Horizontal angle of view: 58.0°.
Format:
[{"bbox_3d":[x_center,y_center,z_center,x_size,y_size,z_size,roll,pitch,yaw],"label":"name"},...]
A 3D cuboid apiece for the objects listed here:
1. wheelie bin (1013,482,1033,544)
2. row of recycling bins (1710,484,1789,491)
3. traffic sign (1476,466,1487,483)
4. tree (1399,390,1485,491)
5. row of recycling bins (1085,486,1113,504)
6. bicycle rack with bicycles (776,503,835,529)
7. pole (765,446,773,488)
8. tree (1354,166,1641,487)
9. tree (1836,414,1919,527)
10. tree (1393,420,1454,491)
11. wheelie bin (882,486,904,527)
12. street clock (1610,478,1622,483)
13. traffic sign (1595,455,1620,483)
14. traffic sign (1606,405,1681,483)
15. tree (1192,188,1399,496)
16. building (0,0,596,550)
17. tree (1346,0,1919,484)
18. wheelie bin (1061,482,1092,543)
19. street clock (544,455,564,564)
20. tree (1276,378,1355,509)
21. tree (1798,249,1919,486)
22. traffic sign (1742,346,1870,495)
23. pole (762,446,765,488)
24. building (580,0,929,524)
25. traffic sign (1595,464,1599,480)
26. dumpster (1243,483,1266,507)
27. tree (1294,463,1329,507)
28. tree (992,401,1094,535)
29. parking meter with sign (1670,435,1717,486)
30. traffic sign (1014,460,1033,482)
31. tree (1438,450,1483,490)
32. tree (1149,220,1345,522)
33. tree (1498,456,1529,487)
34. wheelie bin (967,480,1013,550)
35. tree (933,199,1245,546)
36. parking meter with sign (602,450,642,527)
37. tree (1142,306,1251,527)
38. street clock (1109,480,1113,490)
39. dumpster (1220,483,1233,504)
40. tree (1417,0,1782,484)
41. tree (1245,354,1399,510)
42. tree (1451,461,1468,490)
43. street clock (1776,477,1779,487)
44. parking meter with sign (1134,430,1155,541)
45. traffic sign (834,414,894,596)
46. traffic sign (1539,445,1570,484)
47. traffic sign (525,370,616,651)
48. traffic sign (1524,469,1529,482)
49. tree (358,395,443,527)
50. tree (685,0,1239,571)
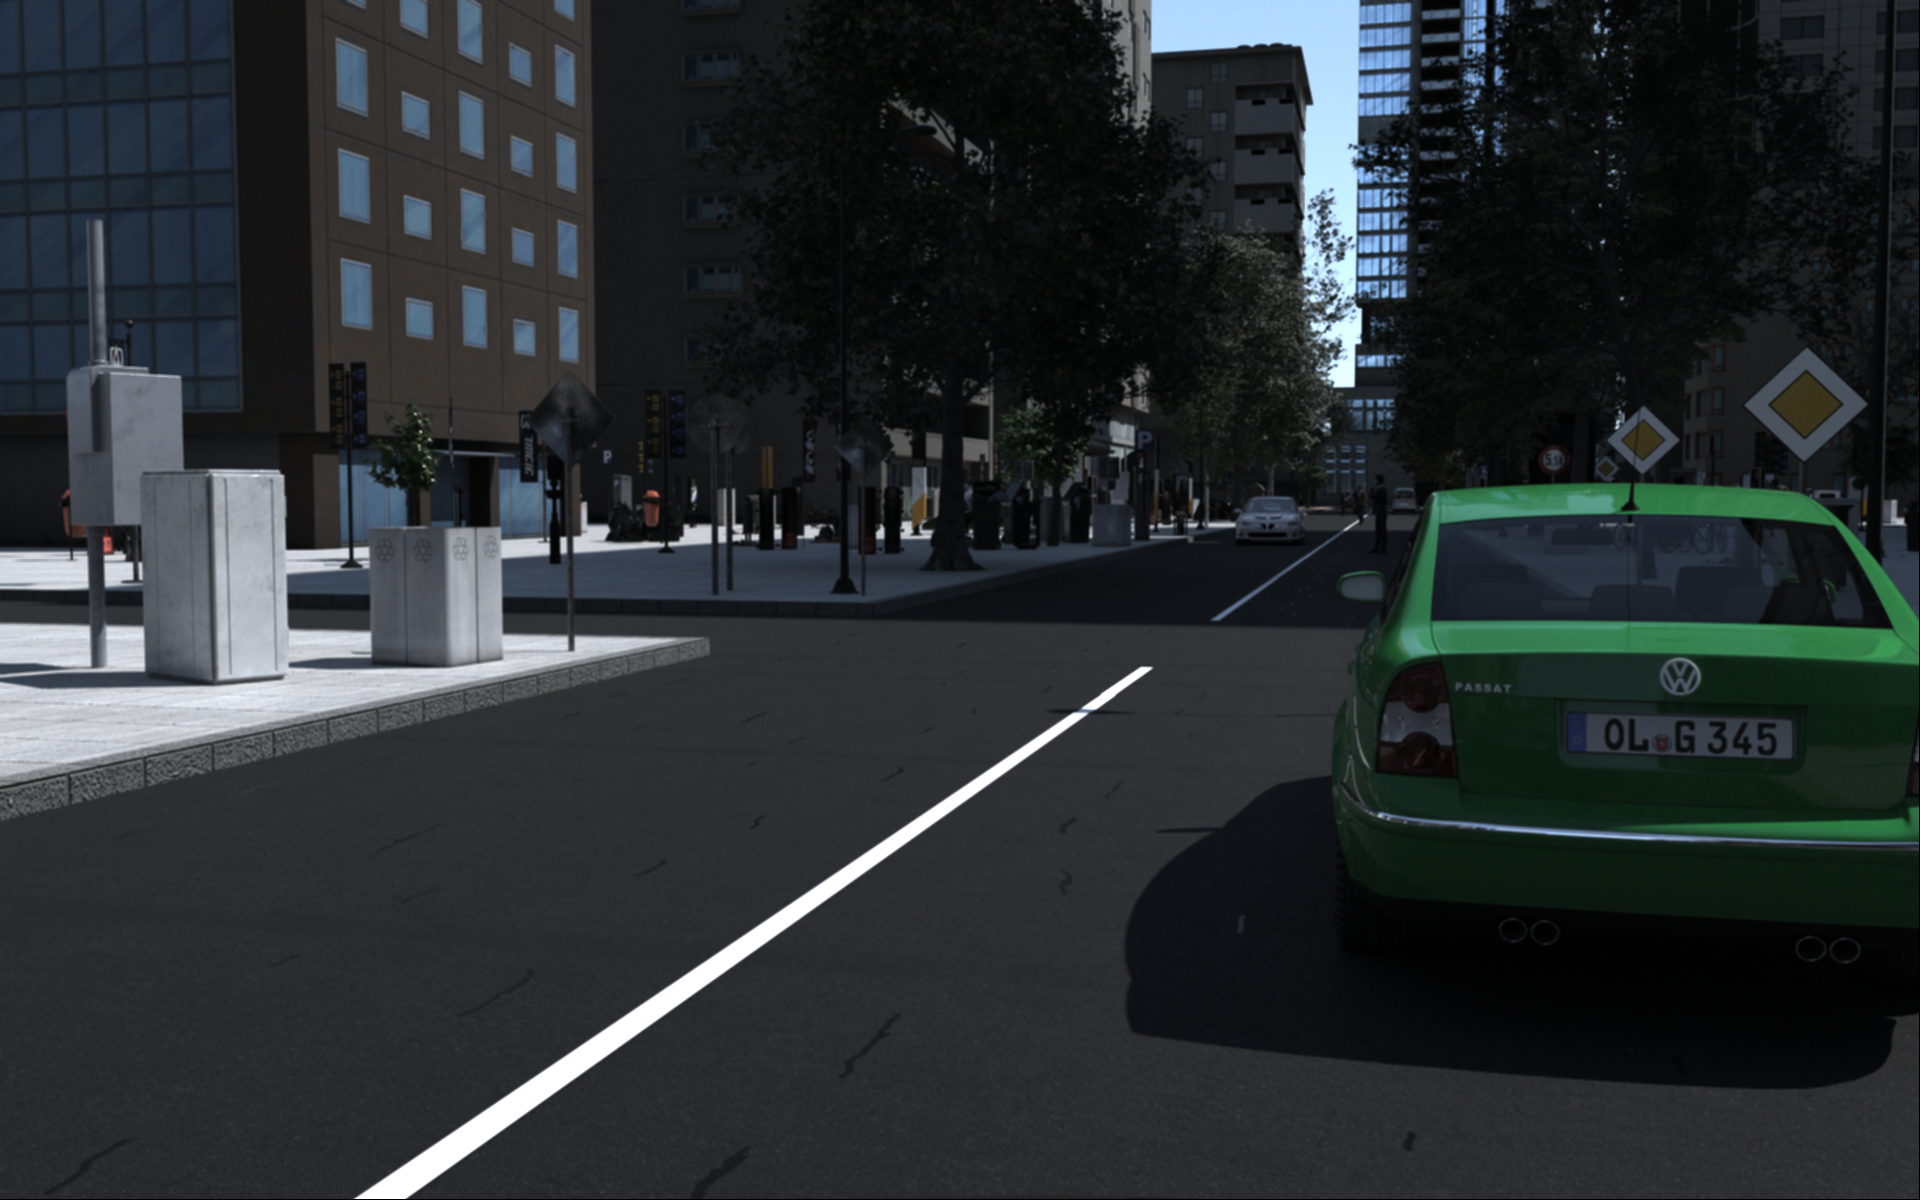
[{"bbox_3d":[1.464,-2.246,44.638,0.693,1.594,0.980,-2,4,-28],"label":"wheelie bin"},{"bbox_3d":[33.758,-4.120,74.469,3.534,1.692,1.069,0,4,2],"label":"row of recycling bins"},{"bbox_3d":[23.684,-4.779,78.241,0.768,2.556,0.104,1,4,16],"label":"traffic sign"},{"bbox_3d":[41.874,-14.627,149.516,12.009,13.543,11.850,0,3,0],"label":"tree"},{"bbox_3d":[6.607,-4.867,86.687,3.534,1.692,1.069,0,4,-8],"label":"row of recycling bins"},{"bbox_3d":[-6.385,-3.429,69.440,2.925,0.926,2.852,0,4,-4],"label":"bicycle rack with bicycles"},{"bbox_3d":[-7.999,-4.850,73.138,0.158,3.312,0.155,0,3,0],"label":"pole"},{"bbox_3d":[18.586,-8.742,59.938,9.611,12.733,9.660,0,3,0],"label":"tree"},{"bbox_3d":[36.579,-5.188,68.534,4.285,4.588,4.351,0,3,0],"label":"tree"},{"bbox_3d":[45.697,-15.776,164.591,9.857,13.997,8.962,0,3,0],"label":"tree"},{"bbox_3d":[-2.581,-3.648,67.546,0.980,1.594,0.693,-3,5,-44],"label":"wheelie bin"},{"bbox_3d":[29.777,-4.529,78.616,0.471,2.002,0.358,3,4,38],"label":"street clock"},{"bbox_3d":[19.195,-3.079,51.525,0.795,2.450,0.064,1,4,16],"label":"traffic sign"},{"bbox_3d":[7.693,-0.974,19.567,0.795,2.450,0.064,1,4,14],"label":"traffic sign"},{"bbox_3d":[20.353,-15.425,108.085,12.611,20.169,13.585,0,3,0],"label":"tree"},{"bbox_3d":[-19.536,-24.245,46.510,14.600,45.320,14.200,1,4,14],"label":"building"},{"bbox_3d":[10.426,-5.618,26.270,8.767,10.594,7.601,0,4,0],"label":"tree"},{"bbox_3d":[3.080,-2.303,45.563,0.693,1.594,0.980,-1,4,-17],"label":"wheelie bin"},{"bbox_3d":[-7.454,-1.668,31.840,0.358,2.002,0.471,-1,4,-9],"label":"street clock"},{"bbox_3d":[30.622,-13.791,151.238,9.928,11.665,9.643,0,3,0],"label":"tree"},{"bbox_3d":[27.844,-6.288,53.169,4.360,8.622,3.978,0,3,0],"label":"tree"},{"bbox_3d":[5.740,-0.500,11.824,0.795,2.450,0.064,1,4,14],"label":"traffic sign"},{"bbox_3d":[-8.360,-4.900,73.956,0.158,3.312,0.155,0,3,0],"label":"pole"},{"bbox_3d":[-11.105,-28.213,84.988,21.300,48.544,21.600,1,4,14],"label":"building"},{"bbox_3d":[25.957,-4.358,71.366,0.768,2.556,0.104,1,4,16],"label":"traffic sign"},{"bbox_3d":[14.924,-5.061,88.501,1.264,1.857,1.865,1,4,14],"label":"dumpster"},{"bbox_3d":[33.765,-11.177,166.454,4.285,4.588,4.351,0,3,0],"label":"tree"},{"bbox_3d":[2.676,-4.391,55.503,4.285,4.588,4.351,0,3,0],"label":"tree"},{"bbox_3d":[21.589,-3.392,51.715,1.738,3.016,0.543,2,4,33],"label":"parking meter with sign"},{"bbox_3d":[1.894,-3.051,52.019,0.606,2.300,0.079,1,4,20],"label":"traffic sign"},{"bbox_3d":[32.224,-7.757,110.541,4.285,4.588,4.351,0,3,0],"label":"tree"},{"bbox_3d":[13.103,-10.637,80.569,9.857,13.997,8.962,0,3,0],"label":"tree"},{"bbox_3d":[21.622,-4.489,67.990,1.663,3.219,1.824,0,3,0],"label":"tree"},{"bbox_3d":[0.632,-1.948,39.752,0.980,1.594,0.693,0,4,6],"label":"wheelie bin"},{"bbox_3d":[2.522,-6.590,42.164,7.601,10.594,8.767,3,5,44],"label":"tree"},{"bbox_3d":[-13.420,-4.449,68.999,0.543,3.016,1.738,2,4,32],"label":"parking meter with sign"},{"bbox_3d":[9.366,-7.125,66.852,4.737,8.622,4.395,0,3,0],"label":"tree"},{"bbox_3d":[7.669,-5.120,88.274,0.358,2.002,0.471,2,4,26],"label":"street clock"},{"bbox_3d":[14.795,-5.399,94.027,1.264,1.857,1.865,1,4,14],"label":"dumpster"},{"bbox_3d":[14.269,-7.353,38.342,7.486,12.596,7.792,0,3,0],"label":"tree"},{"bbox_3d":[26.738,-14.014,139.493,12.009,13.543,11.850,0,3,0],"label":"tree"},{"bbox_3d":[25.693,-5.730,88.281,1.663,3.219,1.824,0,3,0],"label":"tree"},{"bbox_3d":[33.088,-4.041,70.635,0.358,2.002,0.471,-3,4,-36],"label":"street clock"},{"bbox_3d":[5.072,-3.169,48.066,0.543,3.016,1.738,0,4,3],"label":"parking meter with sign"},{"bbox_3d":[-1.218,-1.112,21.827,0.795,2.450,0.064,1,4,14],"label":"traffic sign"},{"bbox_3d":[15.489,-2.759,45.215,0.768,2.556,0.104,1,4,18],"label":"traffic sign"},{"bbox_3d":[-3.171,-0.639,14.084,0.795,2.450,0.064,1,4,14],"label":"traffic sign"},{"bbox_3d":[28.572,-5.354,87.641,0.768,2.556,0.104,1,4,23],"label":"traffic sign"},{"bbox_3d":[-10.624,-2.403,33.894,1.663,3.219,1.824,0,3,0],"label":"tree"},{"bbox_3d":[-0.031,-6.834,28.743,9.611,12.733,9.660,0,3,0],"label":"tree"}]
